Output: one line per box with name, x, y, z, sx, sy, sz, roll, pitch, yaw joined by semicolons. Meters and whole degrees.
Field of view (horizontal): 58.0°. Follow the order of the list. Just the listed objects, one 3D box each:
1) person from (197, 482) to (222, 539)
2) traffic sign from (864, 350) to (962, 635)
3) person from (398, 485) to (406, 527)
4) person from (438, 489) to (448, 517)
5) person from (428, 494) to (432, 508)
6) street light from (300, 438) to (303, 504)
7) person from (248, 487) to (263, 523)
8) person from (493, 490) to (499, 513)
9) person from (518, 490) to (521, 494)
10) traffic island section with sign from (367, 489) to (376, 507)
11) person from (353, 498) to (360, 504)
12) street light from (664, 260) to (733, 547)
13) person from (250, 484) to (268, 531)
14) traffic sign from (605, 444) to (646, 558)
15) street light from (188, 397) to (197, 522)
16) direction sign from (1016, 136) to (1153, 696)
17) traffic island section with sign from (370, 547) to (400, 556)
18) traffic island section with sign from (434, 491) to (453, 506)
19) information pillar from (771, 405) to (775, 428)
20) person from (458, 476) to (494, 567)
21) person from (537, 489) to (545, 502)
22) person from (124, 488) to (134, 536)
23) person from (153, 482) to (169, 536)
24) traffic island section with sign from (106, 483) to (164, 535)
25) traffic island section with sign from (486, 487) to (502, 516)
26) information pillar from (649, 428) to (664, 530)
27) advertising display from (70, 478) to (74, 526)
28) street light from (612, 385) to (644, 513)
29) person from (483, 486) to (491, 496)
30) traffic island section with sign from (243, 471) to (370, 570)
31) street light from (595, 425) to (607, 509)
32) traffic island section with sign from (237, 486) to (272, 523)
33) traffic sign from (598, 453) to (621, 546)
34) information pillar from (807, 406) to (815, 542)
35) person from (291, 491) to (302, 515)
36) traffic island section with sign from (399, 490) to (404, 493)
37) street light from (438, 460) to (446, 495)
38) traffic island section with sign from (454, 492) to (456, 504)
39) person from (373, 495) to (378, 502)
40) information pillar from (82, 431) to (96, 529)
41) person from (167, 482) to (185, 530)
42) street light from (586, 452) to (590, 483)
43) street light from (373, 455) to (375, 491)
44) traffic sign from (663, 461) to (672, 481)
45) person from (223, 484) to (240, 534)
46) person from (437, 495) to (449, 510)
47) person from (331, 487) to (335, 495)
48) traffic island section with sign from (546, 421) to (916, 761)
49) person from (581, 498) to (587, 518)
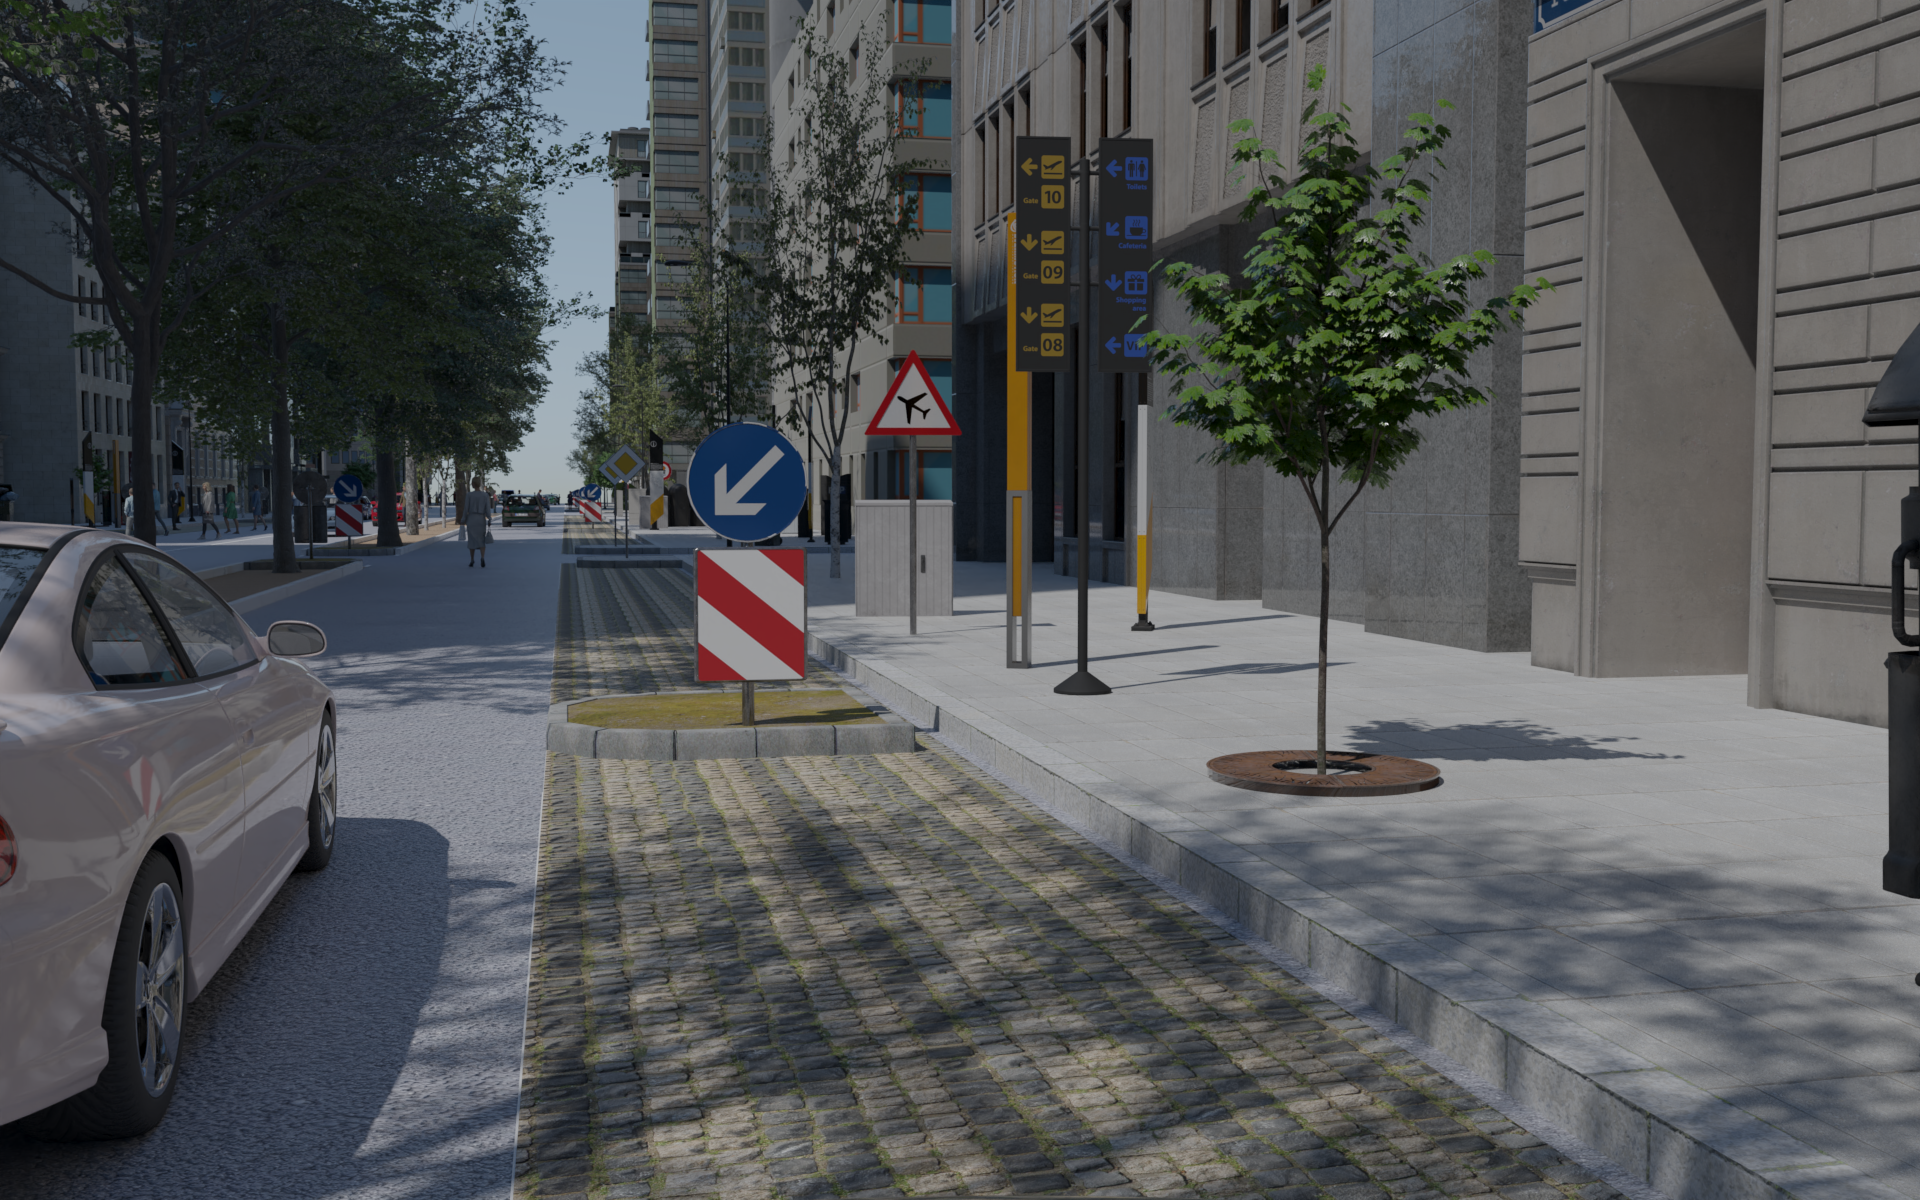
person;-23.660;-2.808;54.596;0.728;1.800;0.709;-3;4;-39
traffic sign;-0.427;-0.962;15.727;0.884;2.594;0.081;0;4;-8
person;-23.974;-4.072;74.984;0.656;1.842;0.836;-1;4;-23
person;-32.863;-6.193;110.025;0.678;1.792;0.850;0;4;-2
person;-56.050;-10.464;182.778;0.628;1.438;0.799;-1;4;-9
street light;-42.594;-8.620;113.477;1.470;5.913;1.316;-1;4;-13
person;-34.640;-4.687;85.233;0.694;1.812;0.767;0;4;-4
person;-34.217;-7.249;127.734;0.721;1.743;1.217;-2;4;-29
person;-29.718;-6.584;116.965;1.217;1.723;0.721;0;4;2
traffic island section with sign;-46.276;-7.804;136.226;1.989;1.847;2.006;-1;4;-13
person;-31.787;-5.042;91.107;0.590;1.801;0.661;-2;4;-29
street light;-5.173;-3.797;34.629;1.470;5.913;1.316;-1;4;-13
person;-27.496;-3.629;67.856;0.654;1.822;0.581;1;4;10
traffic sign;-6.663;-1.891;34.563;0.795;2.450;0.064;-1;4;-13
street light;-35.014;-6.579;80.100;1.470;5.913;1.316;-1;4;-13
direction sign;0.792;-1.168;11.094;0.876;3.537;0.379;0;4;-6
traffic island section with sign;-14.298;-1.995;40.751;2.006;1.907;1.989;-1;4;-13
traffic island section with sign;-64.288;-12.641;215.311;1.989;1.847;2.006;-1;4;-13
information pillar;-4.923;-3.325;45.724;0.183;3.616;0.504;-1;4;-11
person;-9.488;-1.532;33.906;0.694;1.780;0.624;-1;4;-11
person;-28.864;-6.752;119.351;0.568;1.767;0.683;-1;4;-12
person;-23.425;-2.371;49.076;0.589;1.601;0.330;-3;5;-42
person;-27.547;-3.118;59.339;0.748;1.841;0.638;0;4;7
traffic island section with sign;-29.071;-3.181;60.642;1.989;1.847;2.006;-1;4;-13
traffic island section with sign;-30.987;-6.476;114.019;2.006;1.907;1.989;-1;4;-13
information pillar;-10.811;-4.300;61.657;0.504;3.616;0.183;-1;4;-10
advertising display;-35.459;-3.912;69.172;0.123;1.923;0.974;-2;4;-27
street light;-14.053;-6.189;73.725;1.470;5.913;1.316;-1;4;-13
person;-26.151;-5.357;95.451;0.474;1.900;0.648;1;4;15
traffic island section with sign;-12.663;-1.553;33.525;2.006;1.907;1.989;-1;4;-13
street light;-23.591;-8.743;115.492;1.470;5.913;1.316;-1;4;-13
traffic island section with sign;-35.062;-4.789;86.926;1.989;1.847;2.006;-1;4;-13
traffic sign;-8.435;-2.367;42.349;0.795;2.450;0.064;-1;4;-13
information pillar;-3.963;-3.338;45.926;0.183;3.616;0.504;0;3;0
person;-27.111;-3.797;70.673;0.616;1.811;0.778;-2;4;-28
traffic island section with sign;-52.264;-9.412;162.510;1.989;1.847;2.006;-1;4;-13
street light;-70.444;-16.104;235.842;1.470;5.913;1.316;-1;4;-13
traffic island section with sign;-70.299;-14.255;241.697;1.989;1.847;2.006;-1;4;-13
person;-47.983;-8.121;141.968;0.721;1.739;1.217;1;4;8
information pillar;-32.204;-4.442;63.989;0.183;3.616;0.504;0;4;7
person;-30.885;-3.698;68.318;0.474;1.900;0.648;0;4;7
street light;-30.877;-10.718;147.783;1.470;5.913;1.316;-1;4;-13
street light;-52.109;-11.195;155.585;1.470;5.913;1.316;-1;4;-13
traffic sign;-11.374;-4.036;66.093;0.768;2.556;0.104;0;4;-7
person;-26.272;-3.282;62.410;0.529;1.795;0.600;0;4;-8
person;-38.461;-7.316;128.944;1.217;1.723;0.721;2;4;29
person;-26.078;-3.850;72.206;0.466;1.731;0.760;1;4;16
traffic island section with sign;-1.432;-0.098;10.234;1.989;1.847;2.006;-1;4;-13
person;-22.230;-5.733;102.474;0.600;1.795;0.529;1;4;14
